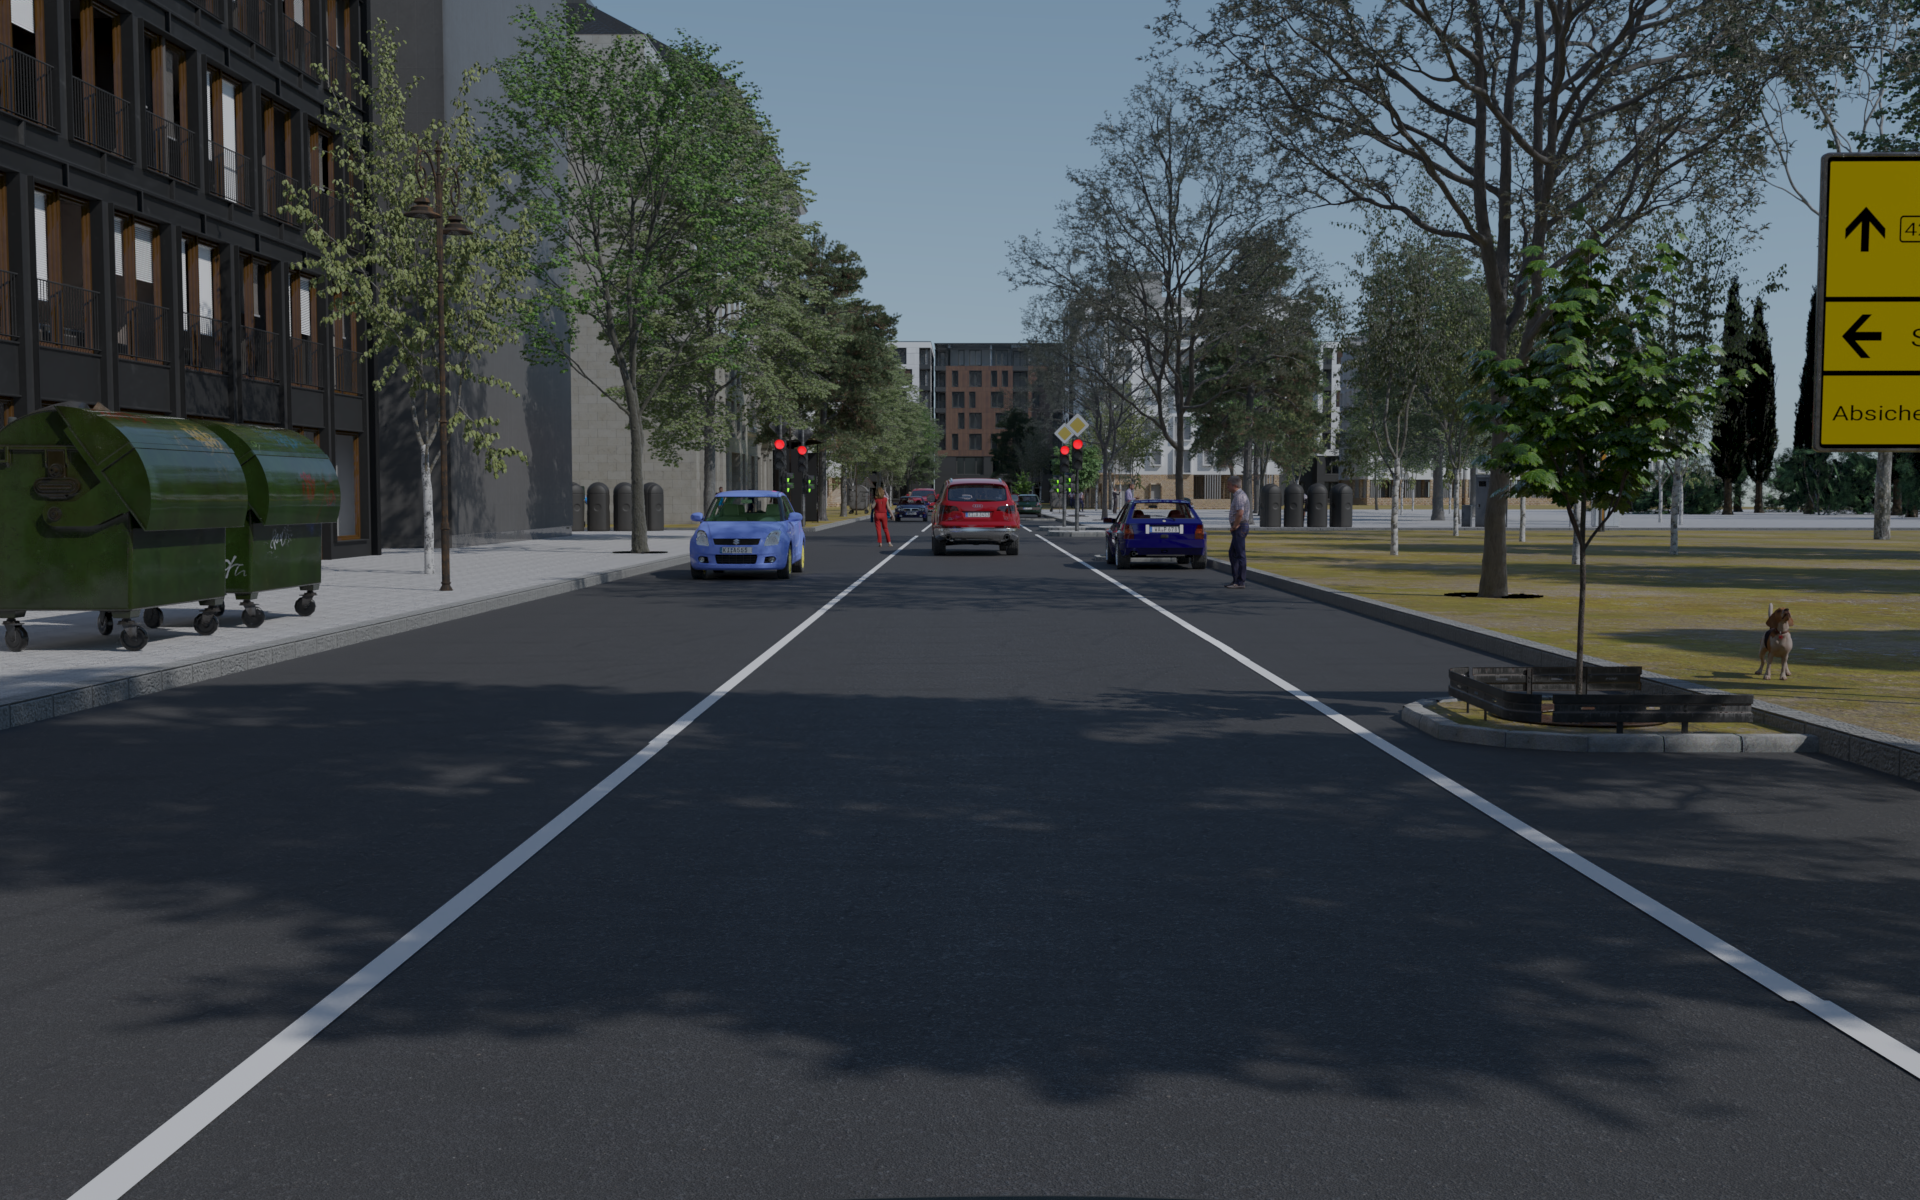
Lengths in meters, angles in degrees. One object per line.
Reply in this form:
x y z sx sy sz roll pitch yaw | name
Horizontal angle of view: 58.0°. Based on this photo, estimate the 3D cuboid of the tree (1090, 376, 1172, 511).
10.760 -9.475 105.271 4.737 8.622 4.395 0 3 0 | tree

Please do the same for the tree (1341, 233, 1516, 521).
23.234 -10.820 83.554 9.857 13.997 8.962 0 3 0 | tree

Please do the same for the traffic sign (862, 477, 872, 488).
-6.912 -7.835 128.112 0.884 2.594 0.081 0 4 6 | traffic sign

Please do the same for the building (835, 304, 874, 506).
-27.406 -21.794 200.309 32.646 21.610 27.936 0 4 0 | building

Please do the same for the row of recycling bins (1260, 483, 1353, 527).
13.403 -3.665 67.041 3.534 1.692 1.069 0 4 3 | row of recycling bins

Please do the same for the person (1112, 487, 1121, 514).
10.202 -6.463 112.511 0.742 1.727 0.445 3 4 36 | person

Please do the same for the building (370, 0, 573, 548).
-23.840 -15.513 47.139 24.014 27.812 14.314 0 4 0 | building

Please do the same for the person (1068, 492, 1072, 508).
9.982 -8.952 153.350 0.436 1.711 0.756 -3 4 -38 | person

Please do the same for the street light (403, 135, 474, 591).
-6.823 -3.060 22.816 0.468 5.910 1.993 0 4 0 | street light

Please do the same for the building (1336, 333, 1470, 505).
52.048 -21.342 205.367 11.380 20.091 16.016 0 4 0 | building

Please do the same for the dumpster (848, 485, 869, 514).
-6.739 -6.738 115.921 1.264 1.857 1.865 0 4 0 | dumpster

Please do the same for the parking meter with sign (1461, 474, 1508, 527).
20.363 -4.335 67.140 1.738 3.016 0.543 2 4 29 | parking meter with sign

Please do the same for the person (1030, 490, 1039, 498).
7.225 -10.092 171.775 1.217 1.735 0.721 -1 4 -10 | person

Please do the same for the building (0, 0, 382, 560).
-18.333 -12.117 27.792 12.332 23.373 15.834 0 4 0 | building

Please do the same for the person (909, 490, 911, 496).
-6.270 -12.797 215.286 1.348 1.823 0.705 -3 5 -40 | person

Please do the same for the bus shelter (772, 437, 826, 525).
-6.891 -5.110 74.836 1.731 3.624 6.357 0 4 0 | bus shelter

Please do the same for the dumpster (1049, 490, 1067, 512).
7.059 -7.242 124.166 1.264 1.857 1.865 0 4 0 | dumpster

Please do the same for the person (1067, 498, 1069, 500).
10.274 -9.896 171.106 1.065 1.426 0.557 -2 4 -33 | person

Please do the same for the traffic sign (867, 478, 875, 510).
-7.388 -8.650 141.428 0.884 2.594 0.081 0 4 4 | traffic sign

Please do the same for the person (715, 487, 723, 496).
-10.251 -4.044 74.024 0.662 1.594 0.647 1 4 21 | person

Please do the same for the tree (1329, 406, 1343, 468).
32.808 -12.419 137.471 7.601 10.594 8.767 1 4 9 | tree

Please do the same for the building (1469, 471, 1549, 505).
63.430 -21.363 205.710 11.380 20.091 16.016 0 4 0 | building

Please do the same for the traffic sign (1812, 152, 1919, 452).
6.259 -1.012 10.415 2.265 3.308 0.079 0 4 1 | traffic sign

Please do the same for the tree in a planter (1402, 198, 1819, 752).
3.793 -0.813 10.508 1.991 3.239 1.994 0 4 0 | tree in a planter

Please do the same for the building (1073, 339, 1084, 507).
19.356 -18.832 164.328 16.016 20.091 11.380 0 4 0 | building

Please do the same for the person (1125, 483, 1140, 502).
6.511 -3.475 65.182 0.599 1.838 0.709 1 4 14 | person

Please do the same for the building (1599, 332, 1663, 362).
74.809 -21.358 205.628 11.380 20.091 16.016 0 4 0 | building

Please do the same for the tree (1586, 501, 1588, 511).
52.340 -13.479 122.195 18.604 14.587 13.155 2 4 27 | tree

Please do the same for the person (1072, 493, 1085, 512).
8.725 -7.245 125.434 0.436 1.711 0.756 -2 4 -35 | person

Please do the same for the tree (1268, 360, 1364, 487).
18.143 -8.677 92.225 4.737 8.622 4.395 0 3 0 | tree

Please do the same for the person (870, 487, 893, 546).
-2.144 -2.268 47.294 0.593 1.614 0.444 1 4 13 | person

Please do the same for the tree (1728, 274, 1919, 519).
51.727 -12.544 106.913 18.604 14.587 13.155 0 4 1 | tree

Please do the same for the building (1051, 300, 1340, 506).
25.472 -21.627 197.581 27.936 21.610 32.646 0 4 0 | building

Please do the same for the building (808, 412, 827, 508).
-16.496 -13.163 157.354 9.099 9.664 28.070 0 4 0 | building

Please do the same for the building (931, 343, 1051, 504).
12.875 -24.495 244.469 32.646 21.610 27.936 0 4 0 | building

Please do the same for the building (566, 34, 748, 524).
-16.226 -13.827 80.820 10.420 20.320 16.860 0 4 0 | building

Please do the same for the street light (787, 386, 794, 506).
-6.654 -5.814 67.845 0.468 5.910 1.993 0 4 0 | street light

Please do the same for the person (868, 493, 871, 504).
-9.615 -10.481 180.673 1.065 1.426 0.557 3 5 41 | person

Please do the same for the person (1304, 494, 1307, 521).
15.713 -4.267 79.000 0.799 1.438 0.628 2 4 24 | person

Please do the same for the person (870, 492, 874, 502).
-11.711 -13.194 224.949 1.217 1.743 0.721 2 4 28 | person

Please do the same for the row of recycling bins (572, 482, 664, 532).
-12.016 -3.226 59.852 3.534 1.692 1.069 -1 4 -17 | row of recycling bins

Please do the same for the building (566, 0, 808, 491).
-20.002 -20.464 111.006 17.030 29.872 44.131 0 4 0 | building

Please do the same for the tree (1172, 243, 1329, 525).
12.056 -9.190 72.310 6.751 12.117 7.091 0 3 0 | tree

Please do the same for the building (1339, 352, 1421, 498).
45.627 -24.536 245.131 32.646 21.610 27.936 0 4 0 | building

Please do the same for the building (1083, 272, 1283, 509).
19.564 -18.138 152.968 16.016 20.091 11.380 0 4 0 | building

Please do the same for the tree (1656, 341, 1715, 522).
31.704 -7.800 77.896 4.737 8.622 4.395 0 3 0 | tree

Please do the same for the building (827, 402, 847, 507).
-19.501 -19.610 177.044 16.016 20.091 11.380 0 4 0 | building

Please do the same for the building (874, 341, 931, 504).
-20.106 -24.539 245.179 32.646 21.610 27.936 0 4 0 | building

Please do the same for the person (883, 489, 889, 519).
-4.340 -5.488 98.902 0.551 1.740 0.621 -1 4 -19 | person

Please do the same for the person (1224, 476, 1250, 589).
4.172 -1.030 26.286 0.436 1.711 0.756 1 4 22 | person

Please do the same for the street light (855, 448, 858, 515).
-6.345 -8.138 105.847 0.468 5.910 1.993 0 4 0 | street light

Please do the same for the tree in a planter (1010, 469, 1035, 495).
4.371 -7.551 120.685 1.991 3.239 1.994 0 4 0 | tree in a planter
